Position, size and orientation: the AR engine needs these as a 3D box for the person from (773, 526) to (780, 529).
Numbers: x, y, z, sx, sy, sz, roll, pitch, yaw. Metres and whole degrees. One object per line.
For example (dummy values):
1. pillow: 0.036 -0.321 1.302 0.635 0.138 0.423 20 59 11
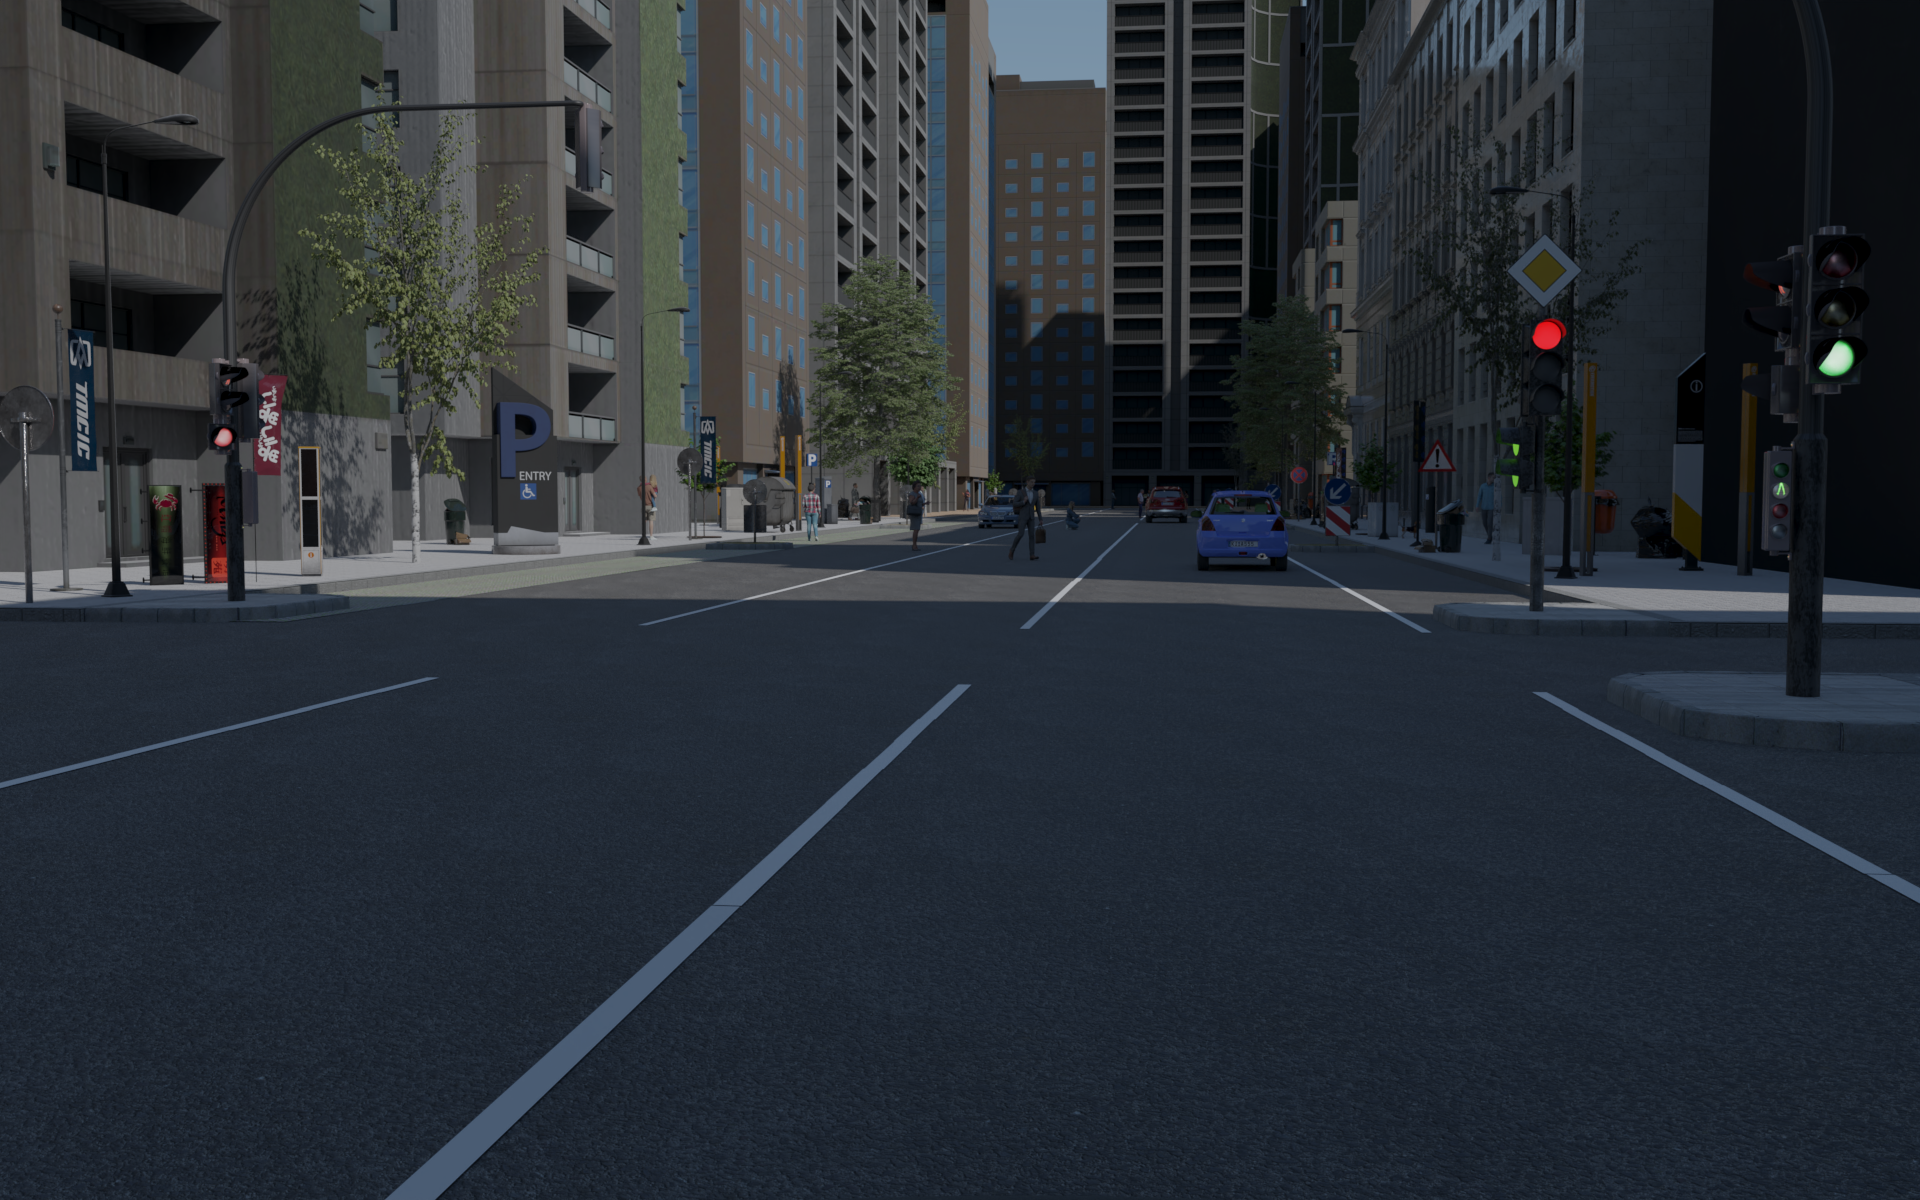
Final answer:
1. person: -6.979 -3.529 63.515 0.755 1.850 0.659 1 4 14

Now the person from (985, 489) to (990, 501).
1. person: 1.751 -5.869 105.197 0.721 1.736 1.217 -1 4 -8

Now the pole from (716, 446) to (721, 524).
1. pole: -10.349 -4.913 74.170 0.158 3.312 0.155 0 3 0

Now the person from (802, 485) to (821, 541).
1. person: -4.505 -2.639 52.478 0.563 1.720 0.643 0 4 -1

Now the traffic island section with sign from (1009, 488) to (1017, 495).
1. traffic island section with sign: 3.792 -6.920 121.772 1.989 1.847 2.006 0 4 7

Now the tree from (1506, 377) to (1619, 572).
1. tree: 10.128 -2.086 28.712 1.663 3.219 1.824 0 3 0

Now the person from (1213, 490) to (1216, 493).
1. person: 18.073 -6.944 122.972 0.436 1.711 0.756 2 4 24

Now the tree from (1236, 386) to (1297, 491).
1. tree: 20.069 -9.946 112.978 4.737 8.622 4.395 0 3 0

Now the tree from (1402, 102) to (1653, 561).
1. tree: 10.507 -5.050 32.925 4.360 8.622 3.978 0 3 0

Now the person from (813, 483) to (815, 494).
1. person: -6.485 -4.398 78.365 0.534 1.772 0.576 3 5 39

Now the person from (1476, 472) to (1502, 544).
1. person: 13.609 -2.353 44.384 0.638 1.841 0.748 3 5 45

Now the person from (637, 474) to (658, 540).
1. person: -8.671 -2.586 48.294 0.580 1.828 0.573 -2 4 -32

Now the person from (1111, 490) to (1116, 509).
1. person: 14.729 -9.659 166.500 0.705 1.814 1.350 -1 4 -11

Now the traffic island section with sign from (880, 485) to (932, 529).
1. traffic island section with sign: -2.207 -3.872 71.929 1.989 1.847 2.006 0 4 7

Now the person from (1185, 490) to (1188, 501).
1. person: 18.595 -8.191 143.111 0.721 1.739 1.217 0 4 5

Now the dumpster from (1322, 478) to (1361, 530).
1. dumpster: 13.793 -3.474 62.564 1.264 1.857 1.865 0 4 7

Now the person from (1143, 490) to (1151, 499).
1. person: 12.960 -6.688 118.634 1.217 1.735 0.721 1 4 22

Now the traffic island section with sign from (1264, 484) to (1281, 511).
1. traffic island section with sign: 12.514 -3.763 70.153 1.989 1.847 2.006 0 4 7

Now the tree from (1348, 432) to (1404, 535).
1. tree: 13.059 -3.646 54.210 1.663 3.219 1.824 0 3 0

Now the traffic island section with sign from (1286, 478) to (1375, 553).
1. traffic island section with sign: 9.278 -2.126 43.392 1.989 1.847 2.006 0 4 7

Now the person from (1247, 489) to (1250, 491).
1. person: 24.097 -8.427 144.340 0.721 1.766 1.217 -3 5 -45

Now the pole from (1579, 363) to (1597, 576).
1. pole: 9.804 -2.029 27.018 0.158 3.312 0.155 0 3 0

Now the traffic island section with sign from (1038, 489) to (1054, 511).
1. traffic island section with sign: 7.029 -8.557 148.532 1.989 1.847 2.006 0 4 7

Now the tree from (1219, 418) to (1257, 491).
1. tree: 27.081 -13.340 168.474 4.360 8.622 3.978 0 3 0

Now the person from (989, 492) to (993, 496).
1. person: 2.461 -8.198 140.075 0.705 1.824 1.348 -2 4 -35

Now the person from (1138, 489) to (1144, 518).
1. person: 10.908 -5.787 104.062 0.436 1.711 0.756 2 4 29

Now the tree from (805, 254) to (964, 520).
1. tree: -3.566 -10.047 82.401 7.486 12.596 7.792 0 3 0

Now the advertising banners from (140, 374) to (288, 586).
1. advertising banners: -10.627 -1.749 24.781 2.074 3.025 0.090 -3 5 -41

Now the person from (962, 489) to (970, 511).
1. person: 0.466 -7.437 129.105 0.593 1.643 0.415 -2 4 -30

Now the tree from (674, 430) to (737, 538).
1. tree: -7.537 -3.426 50.621 1.663 3.219 1.824 0 3 0

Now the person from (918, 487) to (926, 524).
1. person: -1.743 -4.220 77.676 0.419 1.800 0.721 0 4 -1

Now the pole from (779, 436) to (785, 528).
1. pole: -6.278 -4.119 61.190 0.158 3.312 0.155 0 3 0

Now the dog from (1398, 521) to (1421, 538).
1. dog: 13.012 -2.037 50.135 0.540 0.507 0.406 -2 4 -33

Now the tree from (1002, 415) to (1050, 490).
1. tree: 6.013 -12.804 159.710 4.737 8.622 4.395 0 3 0

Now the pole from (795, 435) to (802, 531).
1. pole: -5.612 -4.057 60.181 0.158 3.312 0.155 0 3 0

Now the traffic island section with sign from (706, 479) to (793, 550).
1. traffic island section with sign: -5.421 -2.235 45.166 1.989 1.847 2.006 0 4 7

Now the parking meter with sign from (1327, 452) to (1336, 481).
1. parking meter with sign: 15.313 -4.568 70.948 0.543 3.016 1.738 1 4 11

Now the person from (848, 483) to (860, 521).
1. person: -4.992 -4.701 83.010 0.767 1.812 0.694 0 4 1

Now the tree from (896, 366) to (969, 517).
1. tree: -1.728 -9.016 97.775 4.737 8.622 4.395 0 3 0

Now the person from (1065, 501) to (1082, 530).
1. person: 4.613 -3.394 69.490 0.738 1.151 1.012 1 4 18

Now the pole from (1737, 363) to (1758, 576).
1. pole: 12.341 -2.036 27.136 0.158 3.312 0.155 0 3 0

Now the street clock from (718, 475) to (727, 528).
1. street clock: -8.972 -3.718 65.362 0.358 2.002 0.471 -2 4 -28

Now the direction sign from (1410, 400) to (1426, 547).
1. direction sign: 11.178 -3.071 42.212 0.379 3.537 0.876 2 4 31

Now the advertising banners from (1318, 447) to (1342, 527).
1. advertising banners: 14.084 -4.264 65.907 0.090 3.025 2.074 -1 4 -11

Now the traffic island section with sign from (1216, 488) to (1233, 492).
1. traffic island section with sign: 18.533 -6.825 120.213 1.989 1.847 2.006 0 4 7

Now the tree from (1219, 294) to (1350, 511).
1. tree: 18.572 -11.008 98.110 7.486 12.596 7.792 0 3 0

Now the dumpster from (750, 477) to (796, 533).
1. dumpster: -6.285 -3.194 57.982 1.264 1.857 1.865 0 4 7

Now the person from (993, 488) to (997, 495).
1. person: 2.542 -7.511 129.579 0.721 1.736 1.217 0 4 -2

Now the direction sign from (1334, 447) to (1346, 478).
1. direction sign: 18.510 -5.648 84.347 0.379 3.537 0.876 -2 4 -25

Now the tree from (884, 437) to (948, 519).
1. tree: -2.285 -6.544 90.711 4.285 4.588 4.351 0 3 0

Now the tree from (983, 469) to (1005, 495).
1. tree: 2.683 -8.501 133.599 1.663 3.219 1.824 0 3 0

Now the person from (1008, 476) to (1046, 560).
1. person: 1.455 -1.782 37.592 0.622 1.834 0.822 -2 4 -35

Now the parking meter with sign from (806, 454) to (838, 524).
1. parking meter with sign: -5.856 -4.760 74.089 0.543 3.016 1.738 -3 5 -41

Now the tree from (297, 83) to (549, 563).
1. tree: -9.921 -5.002 32.147 4.737 8.622 4.395 0 3 0

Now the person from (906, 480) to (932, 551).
1. person: -1.077 -2.139 43.838 0.532 1.782 0.716 2 4 30
